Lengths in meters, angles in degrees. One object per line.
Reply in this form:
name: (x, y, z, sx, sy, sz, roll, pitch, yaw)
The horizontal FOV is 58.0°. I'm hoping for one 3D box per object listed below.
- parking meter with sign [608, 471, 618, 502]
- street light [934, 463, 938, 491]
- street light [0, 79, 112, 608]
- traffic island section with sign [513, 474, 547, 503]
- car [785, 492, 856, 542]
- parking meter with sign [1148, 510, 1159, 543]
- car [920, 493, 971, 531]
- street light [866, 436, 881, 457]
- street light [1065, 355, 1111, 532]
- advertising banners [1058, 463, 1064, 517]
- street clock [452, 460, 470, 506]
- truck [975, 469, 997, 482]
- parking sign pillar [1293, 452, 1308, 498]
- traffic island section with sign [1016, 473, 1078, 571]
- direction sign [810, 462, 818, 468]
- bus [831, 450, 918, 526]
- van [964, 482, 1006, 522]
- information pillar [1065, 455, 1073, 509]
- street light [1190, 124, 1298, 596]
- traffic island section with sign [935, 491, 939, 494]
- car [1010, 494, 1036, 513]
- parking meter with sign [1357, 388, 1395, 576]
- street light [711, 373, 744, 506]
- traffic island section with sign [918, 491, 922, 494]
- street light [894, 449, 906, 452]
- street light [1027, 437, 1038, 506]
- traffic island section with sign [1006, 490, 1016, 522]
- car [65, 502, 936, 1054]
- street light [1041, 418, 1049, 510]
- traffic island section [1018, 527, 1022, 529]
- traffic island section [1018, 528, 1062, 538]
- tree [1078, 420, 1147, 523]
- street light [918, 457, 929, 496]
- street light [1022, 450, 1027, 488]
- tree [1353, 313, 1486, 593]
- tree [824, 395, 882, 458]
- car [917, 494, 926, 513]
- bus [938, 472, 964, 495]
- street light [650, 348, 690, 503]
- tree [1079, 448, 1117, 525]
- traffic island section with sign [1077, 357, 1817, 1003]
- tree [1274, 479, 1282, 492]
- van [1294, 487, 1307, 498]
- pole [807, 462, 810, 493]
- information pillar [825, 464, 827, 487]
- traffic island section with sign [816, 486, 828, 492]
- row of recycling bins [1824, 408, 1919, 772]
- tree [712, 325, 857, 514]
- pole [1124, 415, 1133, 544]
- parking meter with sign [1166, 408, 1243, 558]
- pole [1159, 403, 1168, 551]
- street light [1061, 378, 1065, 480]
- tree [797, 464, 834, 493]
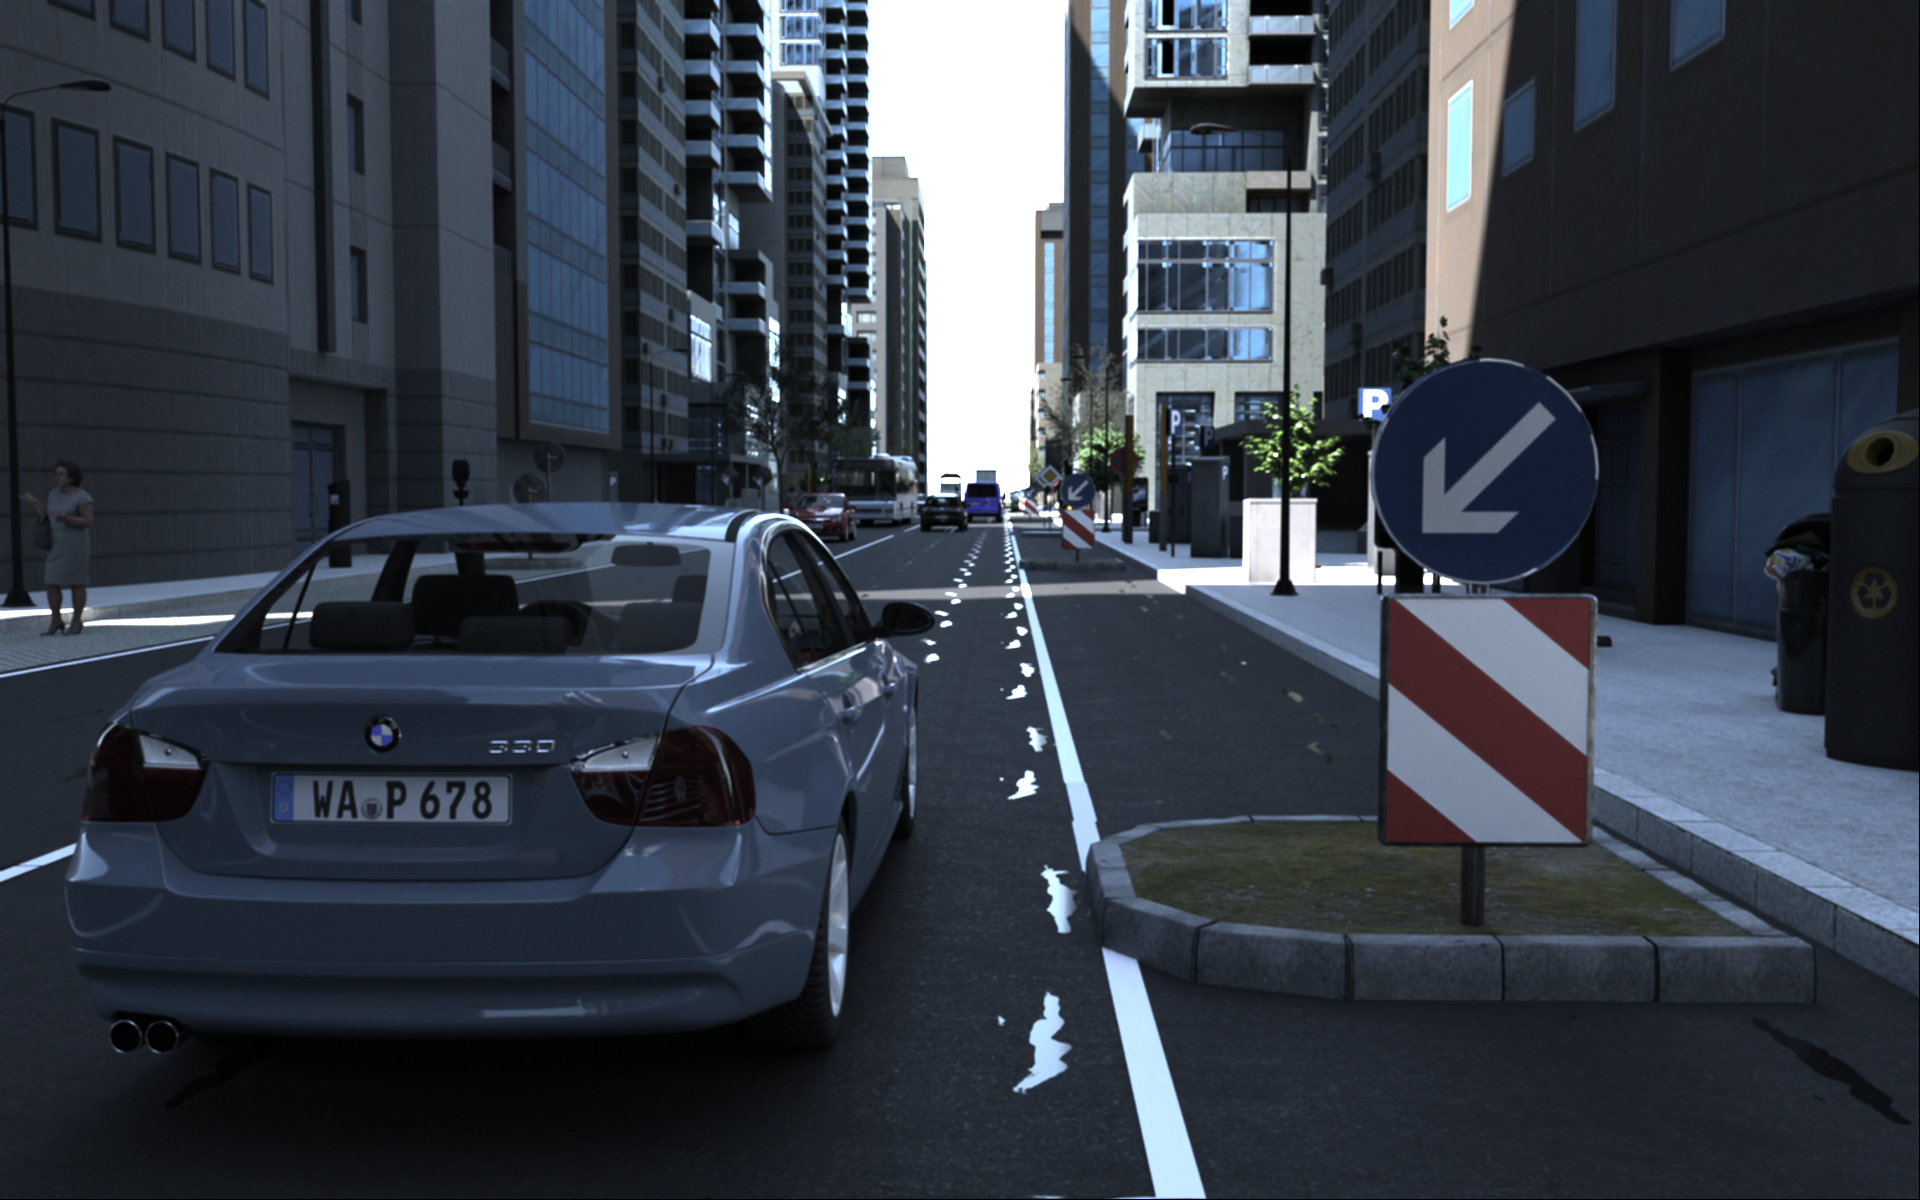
parking meter with sign: (-11.923, -3.807, 58.503, 1.738, 3.016, 0.543, 3, 5, 43)
street light: (-4.202, -17.696, 261.864, 1.470, 5.913, 1.316, 0, 4, 1)
street light: (-10.194, -2.875, 19.549, 1.470, 5.913, 1.316, 0, 4, 1)
traffic island section with sign: (-8.404, -1.519, 33.460, 1.989, 1.847, 2.006, 0, 4, 1)
car: (-4.209, -2.683, 52.908, 2.155, 1.783, 4.494, 0, 4, 1)
parking meter with sign: (5.705, -2.979, 44.967, 1.738, 3.016, 0.543, 3, 5, 40)
car: (-0.604, -3.571, 68.168, 2.009, 1.686, 4.222, 0, 4, 3)
street light: (-7.172, -10.416, 142.848, 1.470, 5.913, 1.316, 0, 4, 1)
street light: (4.365, -5.223, 57.932, 1.470, 5.913, 1.316, 0, 4, 1)
advertising banners: (5.676, -6.170, 97.072, 0.090, 3.025, 2.074, 1, 4, 11)
street clock: (-10.573, -1.967, 36.725, 0.358, 2.002, 0.471, -2, 4, -34)
truck: (3.072, -12.984, 201.205, 2.839, 4.237, 11.283, 0, 4, 1)
parking sign pillar: (13.161, -4.727, 65.764, 1.447, 3.967, 1.447, -1, 4, -19)
traffic island section with sign: (2.128, -1.509, 33.296, 1.989, 1.847, 2.006, 0, 4, 1)
direction sign: (-10.418, -8.013, 123.004, 0.876, 3.537, 0.379, 3, 4, 39)
bus: (-3.742, -5.211, 80.064, 2.948, 3.499, 13.247, 0, 4, 3)
van: (1.239, -5.213, 89.624, 2.240, 2.365, 5.245, 0, 4, 3)
information pillar: (6.385, -6.732, 101.429, 0.504, 3.616, 0.183, 1, 4, 20)
street light: (3.589, -3.018, 21.889, 1.470, 5.913, 1.316, 0, 4, 1)
traffic island section with sign: (-2.496, -16.350, 275.944, 1.989, 1.847, 2.006, 0, 4, 1)
car: (4.657, -7.288, 127.953, 1.959, 1.807, 4.718, 0, 4, 0)
parking meter with sign: (6.776, -1.922, 27.684, 0.543, 3.016, 1.738, 0, 4, 2)
street light: (-8.951, -5.735, 66.311, 1.470, 5.913, 1.316, 0, 4, 1)
traffic island section with sign: (-4.506, -11.279, 193.032, 1.989, 1.847, 2.006, 0, 4, 1)
street light: (-6.292, -12.634, 179.100, 1.470, 5.913, 1.316, 0, 4, 1)
street light: (6.566, -10.587, 145.642, 1.470, 5.913, 1.316, 0, 4, 1)
traffic island section with sign: (3.470, -4.888, 88.554, 1.989, 1.847, 2.006, 0, 4, 1)
car: (-1.116, 0.379, 5.800, 2.014, 1.417, 4.499, 0, 4, 2)
street light: (5.725, -8.117, 105.247, 1.470, 5.913, 1.316, 0, 4, 1)
traffic island section: (3.245, -2.689, 66.254, 2.009, 0.180, 2.903, 0, 4, 1)
traffic island section: (3.051, -2.201, 58.271, 2.009, 0.180, 2.903, 0, 4, 1)
tree: (6.702, -5.693, 76.797, 4.285, 4.588, 4.351, 0, 3, 0)
street light: (-5.193, -15.503, 226.015, 1.470, 5.913, 1.316, 0, 4, 1)
street light: (7.525, -12.769, 181.315, 1.470, 5.913, 1.316, 0, 4, 1)
tree: (5.148, -1.469, 18.618, 1.663, 3.219, 1.824, 0, 3, 0)
tree: (-8.190, -10.973, 129.776, 4.737, 8.622, 4.395, 0, 3, 0)
car: (-3.109, -6.689, 119.157, 2.009, 1.686, 4.222, 0, 4, -1)
bus: (-1.053, -12.572, 197.096, 2.896, 3.916, 12.252, 0, 4, 0)
street light: (-9.286, -5.057, 55.223, 1.470, 5.913, 1.316, 0, 4, 1)
tree: (5.842, -4.788, 72.887, 1.663, 3.219, 1.824, 0, 3, 0)
traffic island section with sign: (1.444, 0.171, 5.840, 1.989, 1.847, 2.006, 0, 4, 1)
tree: (16.378, -6.148, 84.232, 4.285, 4.588, 4.351, 0, 3, 0)
van: (14.147, -3.410, 62.768, 4.112, 2.044, 2.013, 0, 4, 1)
pole: (-9.760, -7.214, 111.792, 0.158, 3.312, 0.155, 0, 3, 0)
information pillar: (-10.361, -8.731, 134.098, 0.183, 3.616, 0.504, -1, 4, -8)
traffic island section with sign: (-7.058, -4.912, 88.945, 1.989, 1.847, 2.006, 0, 4, 1)
row of recycling bins: (4.581, 0.009, 6.966, 1.069, 1.692, 3.534, 0, 4, 5)
tree: (-9.695, -9.807, 94.765, 8.767, 10.594, 7.601, 0, 4, 4)
pole: (4.374, -3.121, 44.870, 0.158, 3.312, 0.155, 0, 3, 0)
parking meter with sign: (5.049, -2.367, 34.969, 1.738, 3.016, 0.543, 2, 4, 34)
pole: (4.584, -2.764, 39.036, 0.158, 3.312, 0.155, 0, 3, 0)
street light: (4.717, -5.921, 69.357, 1.470, 5.913, 1.316, 0, 4, 1)
tree: (-9.125, -7.083, 110.407, 1.663, 3.219, 1.824, 0, 3, 0)
